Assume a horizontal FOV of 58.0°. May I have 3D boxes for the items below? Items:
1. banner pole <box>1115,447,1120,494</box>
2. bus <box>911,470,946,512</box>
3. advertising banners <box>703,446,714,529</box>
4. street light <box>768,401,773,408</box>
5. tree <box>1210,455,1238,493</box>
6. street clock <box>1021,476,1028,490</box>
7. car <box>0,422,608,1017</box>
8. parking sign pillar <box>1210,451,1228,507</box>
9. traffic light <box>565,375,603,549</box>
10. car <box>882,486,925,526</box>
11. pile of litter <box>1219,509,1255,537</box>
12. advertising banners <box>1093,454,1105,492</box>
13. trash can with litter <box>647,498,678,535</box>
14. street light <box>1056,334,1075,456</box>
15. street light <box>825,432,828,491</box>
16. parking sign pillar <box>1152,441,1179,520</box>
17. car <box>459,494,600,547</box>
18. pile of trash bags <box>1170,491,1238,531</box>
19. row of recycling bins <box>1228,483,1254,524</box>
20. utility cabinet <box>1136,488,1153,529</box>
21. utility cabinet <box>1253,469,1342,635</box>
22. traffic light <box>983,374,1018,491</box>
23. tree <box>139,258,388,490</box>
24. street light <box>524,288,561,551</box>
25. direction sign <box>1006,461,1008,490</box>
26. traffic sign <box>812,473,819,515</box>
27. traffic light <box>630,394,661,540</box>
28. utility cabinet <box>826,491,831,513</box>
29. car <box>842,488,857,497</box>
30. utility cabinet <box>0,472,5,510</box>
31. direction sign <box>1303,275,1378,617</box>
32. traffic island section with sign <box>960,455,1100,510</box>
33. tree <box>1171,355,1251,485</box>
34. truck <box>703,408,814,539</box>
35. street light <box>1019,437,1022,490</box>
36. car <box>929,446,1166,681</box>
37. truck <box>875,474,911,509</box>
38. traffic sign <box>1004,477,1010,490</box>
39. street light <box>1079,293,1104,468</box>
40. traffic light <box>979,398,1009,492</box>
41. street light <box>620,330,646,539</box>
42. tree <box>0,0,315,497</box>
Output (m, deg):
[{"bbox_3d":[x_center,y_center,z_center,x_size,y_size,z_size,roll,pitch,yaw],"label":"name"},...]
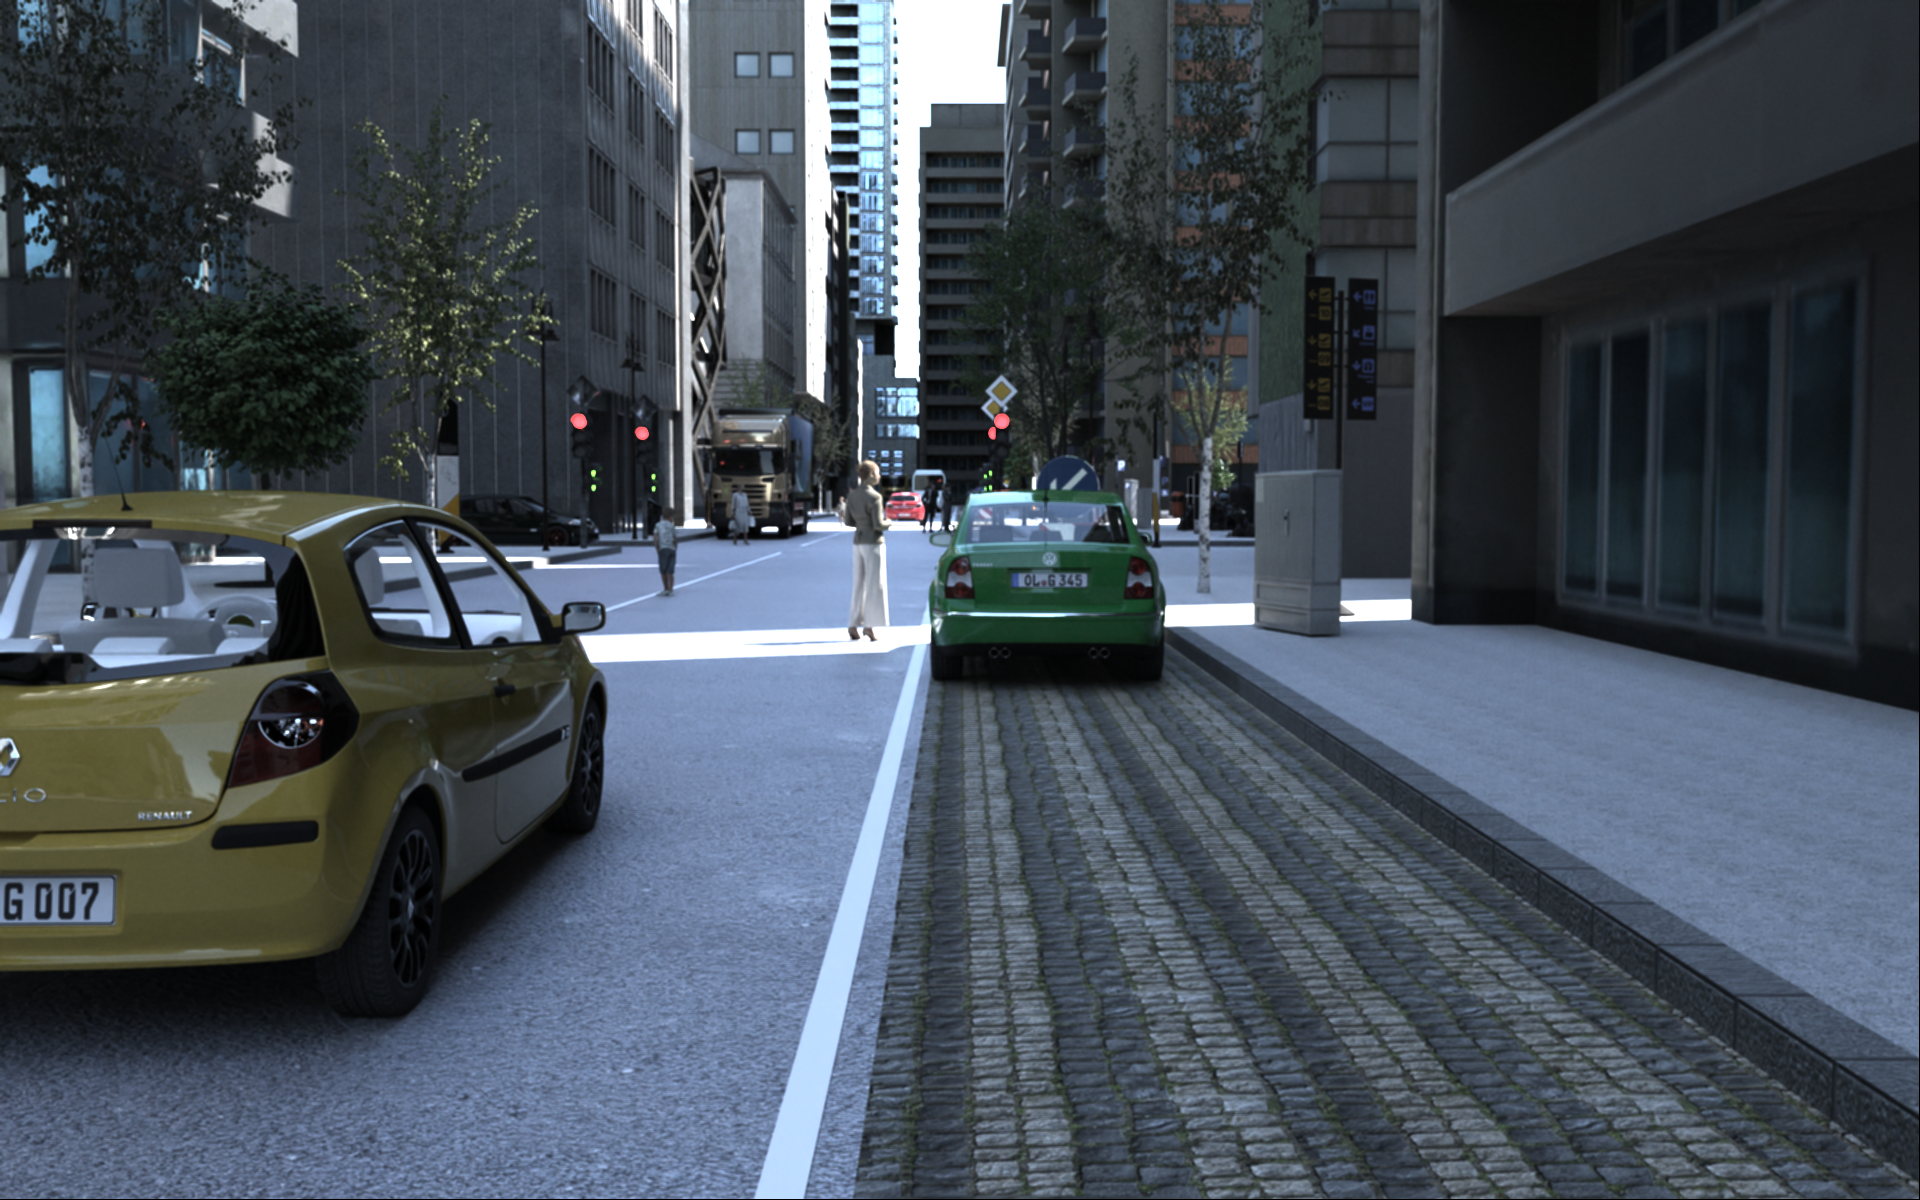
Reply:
[{"bbox_3d":[8.403,-6.265,92.448,0.401,3.779,0.863,-1,4,-10],"label":"banner pole"},{"bbox_3d":[-2.512,-8.841,139.411,2.948,3.499,13.247,0,4,-1],"label":"bus"},{"bbox_3d":[-9.380,-4.173,64.413,0.090,3.025,2.074,0,4,1],"label":"advertising banners"},{"bbox_3d":[-9.371,-6.912,85.804,0.468,5.910,1.993,0,3,0],"label":"street light"},{"bbox_3d":[12.528,-5.501,84.538,1.663,3.219,1.824,0,3,0],"label":"tree"},{"bbox_3d":[2.628,-4.048,70.757,0.358,2.002,0.471,1,4,13],"label":"street clock"},{"bbox_3d":[-2.373,0.249,6.156,2.015,1.641,3.980,0,4,-1],"label":"car"},{"bbox_3d":[13.861,-6.458,94.055,1.447,3.967,1.447,-1,4,-11],"label":"parking sign pillar"},{"bbox_3d":[-8.855,-3.169,40.732,0.839,4.253,0.868,0,3,0],"label":"traffic light"},{"bbox_3d":[-2.494,-4.278,78.982,2.155,1.783,4.494,0,4,-1],"label":"car"},{"bbox_3d":[8.540,-2.306,51.674,1.176,0.858,1.719,-2,4,-30],"label":"pile of litter"},{"bbox_3d":[5.948,-4.805,74.745,0.090,3.025,2.074,-1,4,-13],"label":"advertising banners"},{"bbox_3d":[-9.363,-2.609,54.037,1.055,1.170,0.624,-1,4,-22],"label":"trash can with litter"},{"bbox_3d":[3.057,-4.744,50.357,0.468,5.910,1.993,0,3,0],"label":"street light"},{"bbox_3d":[-9.380,-9.155,122.474,0.468,5.910,1.993,0,3,0],"label":"street light"},{"bbox_3d":[10.309,-6.044,87.293,1.447,3.967,1.447,0,4,5],"label":"parking sign pillar"},{"bbox_3d":[-11.463,-2.135,44.698,4.222,1.686,2.009,0,4,-1],"label":"car"},{"bbox_3d":[8.477,-3.143,61.147,1.912,1.369,3.447,3,5,39],"label":"pile of trash bags"},{"bbox_3d":[11.225,-3.619,66.282,1.069,1.692,3.534,2,4,29],"label":"row of recycling bins"},{"bbox_3d":[6.794,-3.378,63.908,0.318,1.500,1.173,1,4,21],"label":"utility cabinet"},{"bbox_3d":[3.106,-0.451,16.049,0.318,1.500,1.173,-1,4,-16],"label":"utility cabinet"},{"bbox_3d":[0.956,-3.170,40.749,0.839,4.253,0.868,0,3,0],"label":"traffic light"},{"bbox_3d":[-9.705,-2.487,24.369,4.285,4.588,4.351,0,3,0],"label":"tree"},{"bbox_3d":[-9.371,-4.051,39.016,0.468,5.910,1.993,0,3,0],"label":"street light"},{"bbox_3d":[3.030,-7.246,110.463,0.379,3.537,0.876,1,4,16],"label":"direction sign"},{"bbox_3d":[-8.988,-6.446,105.504,0.768,2.556,0.104,0,4,1],"label":"traffic sign"},{"bbox_3d":[-8.856,-3.657,48.717,0.839,4.253,0.868,0,3,0],"label":"traffic light"},{"bbox_3d":[-8.779,-6.542,115.641,0.318,1.500,1.173,0,4,-3],"label":"utility cabinet"},{"bbox_3d":[-6.298,-6.145,109.137,2.281,1.827,5.304,0,4,-2],"label":"car"},{"bbox_3d":[-9.634,-0.496,16.794,0.318,1.500,1.173,-1,4,-10],"label":"utility cabinet"},{"bbox_3d":[3.986,-1.602,18.189,0.876,3.537,0.379,-1,4,-21],"label":"direction sign"},{"bbox_3d":[1.005,-0.612,18.639,1.989,1.847,2.006,0,3,0],"label":"traffic island section with sign"},{"bbox_3d":[13.121,-8.567,90.434,4.737,8.622,4.395,0,3,0],"label":"tree"},{"bbox_3d":[-6.650,-4.281,58.911,2.839,4.237,11.283,0,4,0],"label":"truck"},{"bbox_3d":[3.032,-6.982,86.949,0.468,5.910,1.993,0,3,0],"label":"street light"},{"bbox_3d":[0.694,-0.356,14.618,1.959,1.807,4.718,0,4,1],"label":"car"},{"bbox_3d":[-6.402,-10.596,169.165,3.469,3.379,9.791,0,4,0],"label":"truck"},{"bbox_3d":[2.668,-5.969,98.780,0.795,2.450,0.064,0,4,7],"label":"traffic sign"},{"bbox_3d":[3.029,-4.109,39.964,0.468,5.910,1.993,0,3,0],"label":"street light"},{"bbox_3d":[0.955,-3.658,48.734,0.839,4.253,0.868,0,3,0],"label":"traffic light"},{"bbox_3d":[-9.228,-4.659,48.961,0.468,5.910,1.993,0,3,0],"label":"street light"},{"bbox_3d":[-9.539,-4.214,19.263,4.360,8.622,3.978,0,3,0],"label":"tree"}]
